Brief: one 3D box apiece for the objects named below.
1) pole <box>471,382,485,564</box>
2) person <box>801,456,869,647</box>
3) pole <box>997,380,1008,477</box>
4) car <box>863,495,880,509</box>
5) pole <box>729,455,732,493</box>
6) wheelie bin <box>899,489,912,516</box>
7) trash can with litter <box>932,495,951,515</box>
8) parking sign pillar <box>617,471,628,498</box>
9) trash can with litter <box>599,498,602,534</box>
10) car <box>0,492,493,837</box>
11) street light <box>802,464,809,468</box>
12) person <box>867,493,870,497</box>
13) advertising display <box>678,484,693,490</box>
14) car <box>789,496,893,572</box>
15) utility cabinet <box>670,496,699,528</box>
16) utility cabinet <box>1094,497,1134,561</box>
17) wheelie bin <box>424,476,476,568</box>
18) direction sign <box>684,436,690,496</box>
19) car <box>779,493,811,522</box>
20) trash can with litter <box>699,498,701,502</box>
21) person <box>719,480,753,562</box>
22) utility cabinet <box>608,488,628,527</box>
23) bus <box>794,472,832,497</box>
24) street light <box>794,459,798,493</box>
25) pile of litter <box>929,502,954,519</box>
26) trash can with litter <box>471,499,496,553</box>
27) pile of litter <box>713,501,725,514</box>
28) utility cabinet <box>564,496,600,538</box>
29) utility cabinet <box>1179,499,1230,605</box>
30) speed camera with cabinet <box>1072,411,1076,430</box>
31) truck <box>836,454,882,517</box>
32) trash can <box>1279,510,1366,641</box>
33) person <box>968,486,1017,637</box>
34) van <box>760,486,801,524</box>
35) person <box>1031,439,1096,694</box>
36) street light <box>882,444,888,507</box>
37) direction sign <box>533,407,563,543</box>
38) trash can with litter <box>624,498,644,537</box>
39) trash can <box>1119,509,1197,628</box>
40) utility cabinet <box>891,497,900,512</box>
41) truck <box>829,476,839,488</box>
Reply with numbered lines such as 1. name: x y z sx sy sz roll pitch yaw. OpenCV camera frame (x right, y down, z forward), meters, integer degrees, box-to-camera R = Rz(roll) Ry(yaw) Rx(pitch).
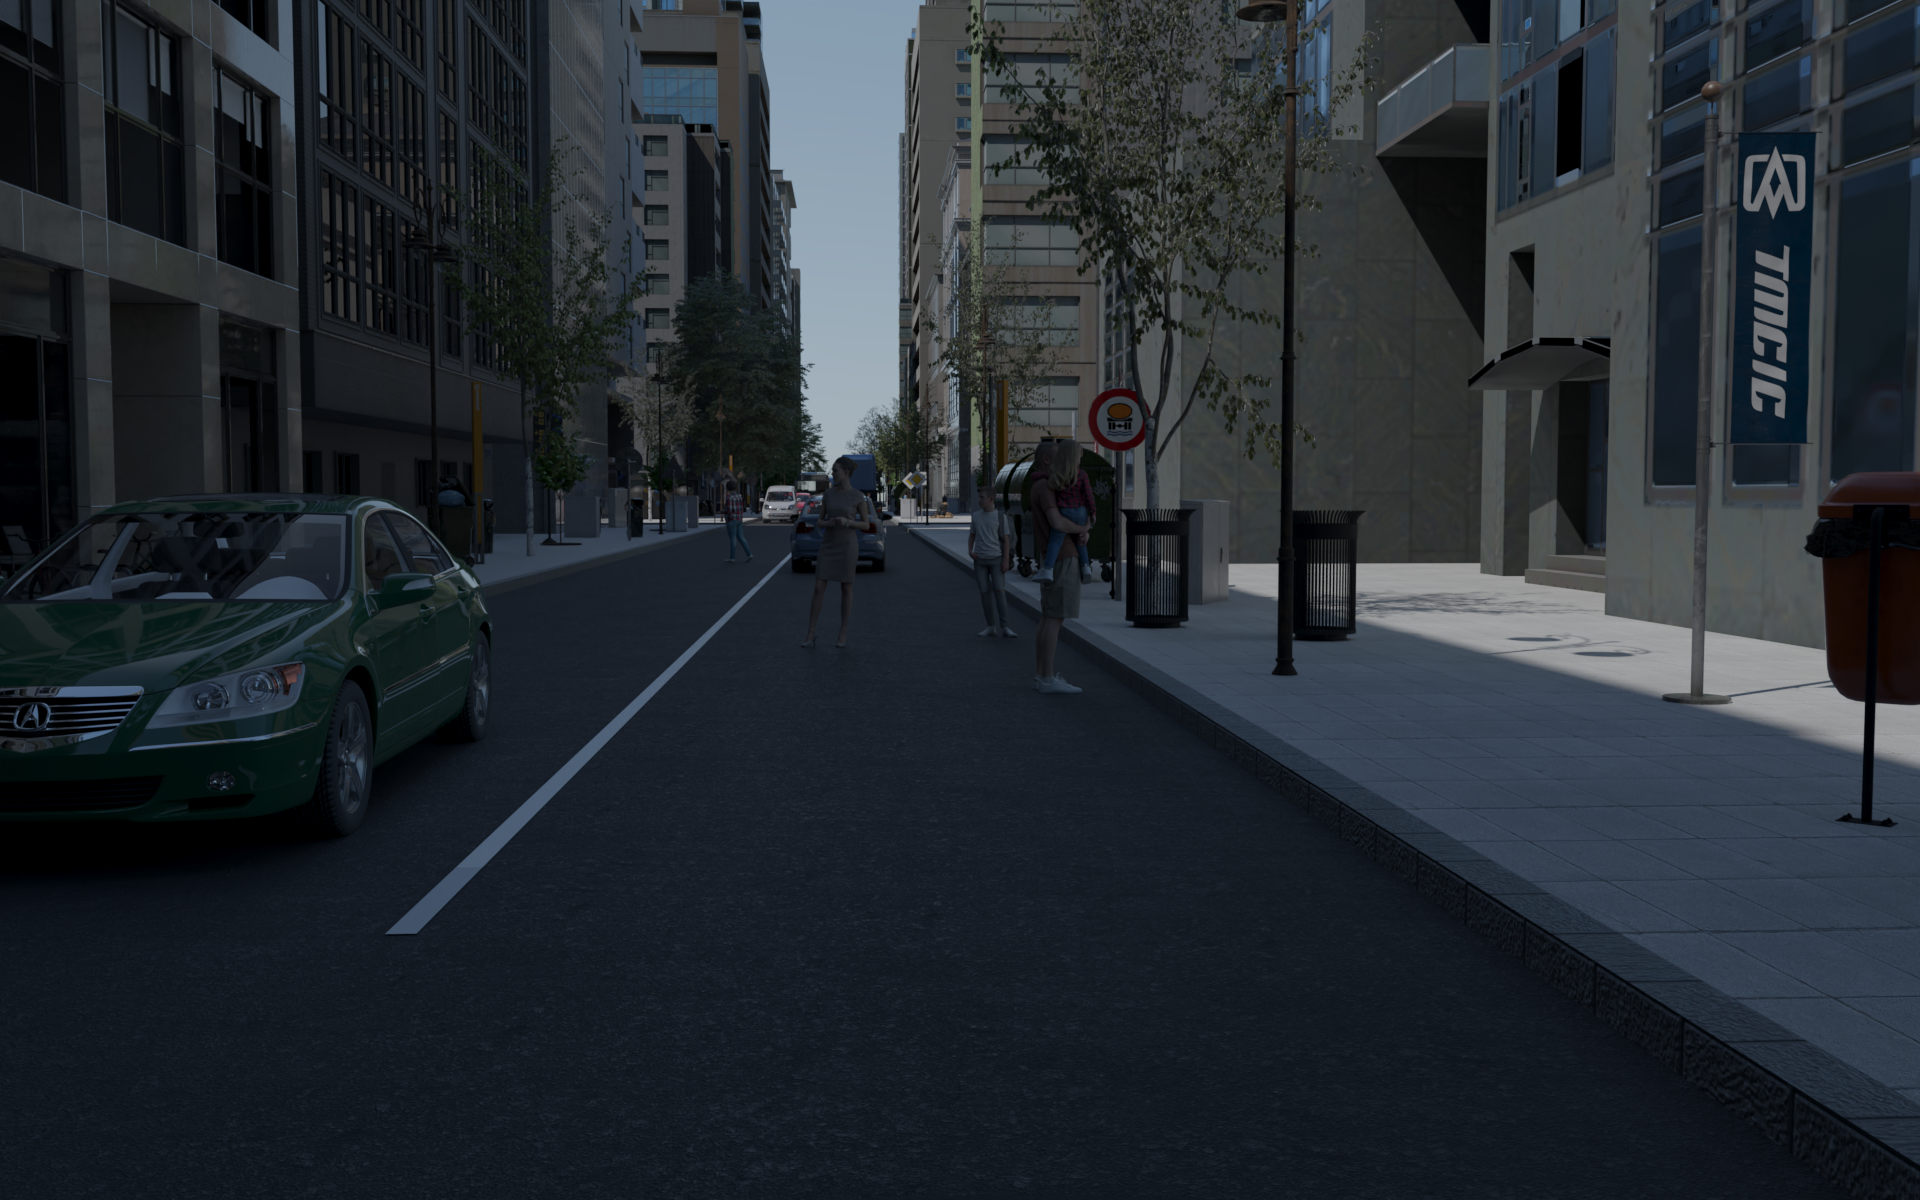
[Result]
1. pole: -8.797 -2.309 31.588 0.158 3.312 0.155 0 3 0
2. person: -1.170 -0.451 16.214 0.599 1.781 0.374 1 4 14
3. pole: 0.764 -2.281 31.132 0.158 3.312 0.155 0 3 0
4. car: -3.750 -2.830 58.061 2.131 1.459 4.920 0 4 -3
5. pole: -12.099 -5.969 91.435 0.158 3.312 0.155 0 3 0
6. wheelie bin: -3.074 -5.538 98.450 0.693 1.594 0.980 -1 4 -19
7. trash can with litter: -0.891 -5.724 104.646 1.678 1.210 2.233 -1 4 -8
8. parking sign pillar: -23.514 -8.000 119.270 1.447 3.967 1.447 0 4 6
9. trash can with litter: -11.831 -2.673 55.093 0.624 1.170 1.055 -3 5 -43
10. car: -3.575 0.191 8.676 2.131 1.459 4.920 0 4 -5
11. street light: -19.344 -14.800 214.769 0.468 5.910 1.993 0 4 -4
12. person: -5.255 -5.339 98.393 0.503 1.515 0.523 3 5 39
13. advertising display: -17.699 -6.519 111.803 0.974 1.923 0.123 1 4 12
14. car: -2.301 -1.304 33.318 2.014 1.417 4.499 0 4 -2
15. utility cabinet: -10.408 -3.322 65.469 1.020 1.237 0.306 0 4 4
16. utility cabinet: 2.979 -1.374 33.635 0.306 1.237 1.020 3 4 37
17. wheelie bin: -8.731 -1.331 29.670 0.693 1.594 0.980 -3 5 -42
18. direction sign: -10.626 -4.620 67.526 0.379 3.537 0.876 -1 4 -23
19. car: -8.466 -4.972 90.325 2.155 1.783 4.494 0 4 -2
20. trash can with litter: -17.756 -6.368 115.502 0.624 1.170 1.055 2 4 26
21. person: -4.734 -1.662 36.514 0.643 1.720 0.563 2 4 28
22. utility cabinet: -13.080 -3.523 66.285 0.318 1.500 1.173 1 4 12
23. bus: -12.005 -8.985 141.764 2.948 3.499 13.247 0 4 -5
24. street light: -17.514 -12.982 185.046 0.468 5.910 1.993 0 4 -4
25. pile of litter: -0.849 -4.722 91.165 1.719 0.858 1.176 1 4 20
26. trash can with litter: -10.496 -1.592 37.422 1.055 1.170 0.624 3 5 44
27. pile of litter: -15.157 -5.854 109.685 1.719 0.858 1.176 0 4 6
28. utility cabinet: -11.148 -2.442 51.080 1.020 1.237 0.306 1 4 14
29. utility cabinet: 2.908 -0.572 20.517 0.306 1.237 1.020 2 4 26
30. speed camera with cabinet: 2.105 -2.862 41.133 2.038 3.252 0.660 -1 4 -14
31. truck: -6.472 -7.437 111.349 2.967 4.110 18.799 0 4 -4
32. trash can: 3.189 -0.222 15.279 0.748 1.137 0.748 0 3 0
33. person: 0.342 -0.389 17.460 0.503 1.515 0.523 -1 4 -10
34. van: -8.835 -4.800 85.490 2.013 2.044 4.112 0 4 -3
35. person: 0.716 -0.250 12.556 0.580 1.828 0.573 3 5 42
36. street light: -6.405 -11.062 153.653 0.468 5.910 1.993 0 4 -4
37. direction sign: -10.778 -3.265 45.381 0.379 3.537 0.876 3 5 44
38. trash can with litter: -9.749 -2.452 51.483 0.624 1.170 1.055 -1 4 -21
39. trash can: 1.906 -0.310 16.728 0.748 1.137 0.748 0 3 0
40. utility cabinet: -4.311 -6.763 121.734 1.020 1.237 0.306 1 4 14
41. truck: -19.835 -17.123 269.718 2.967 4.110 18.799 0 4 -4
